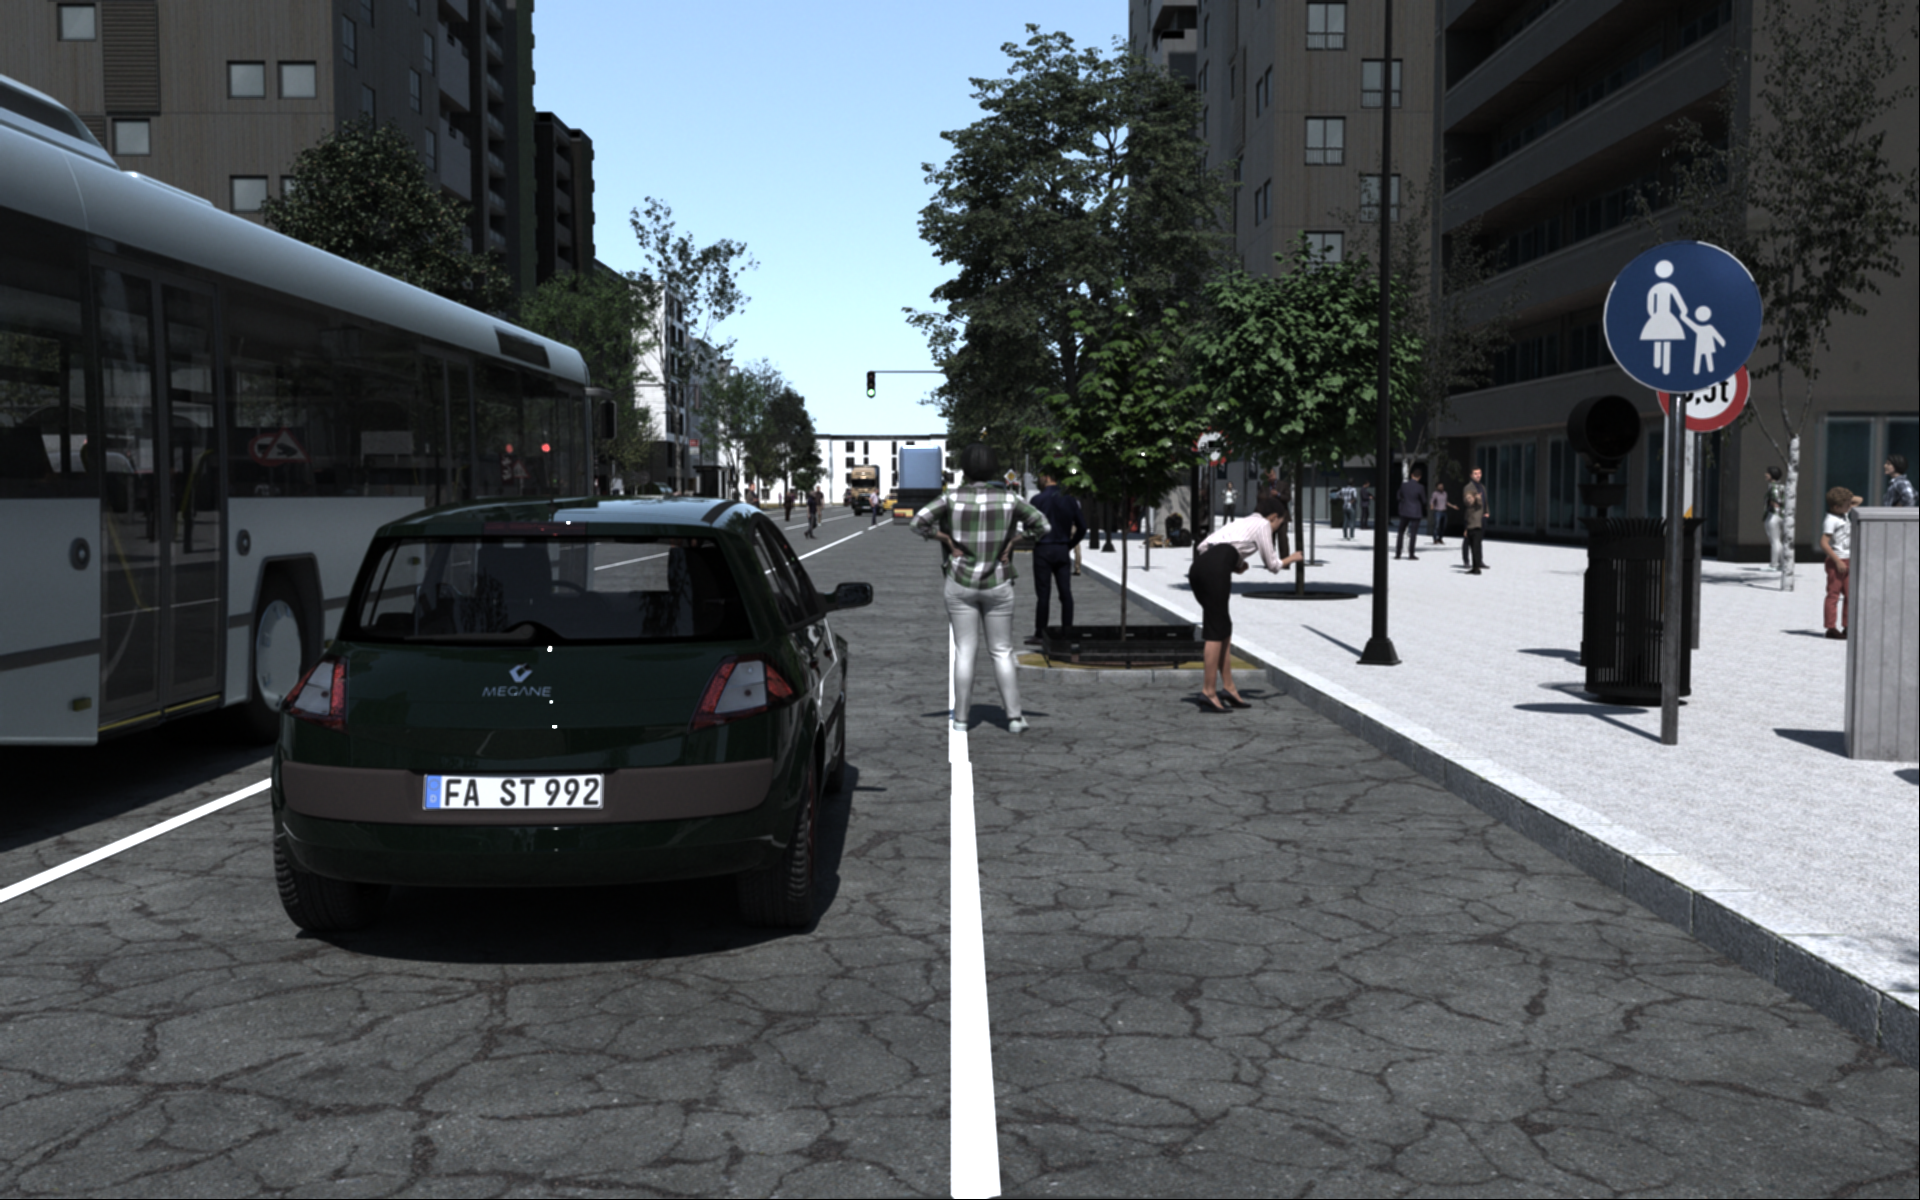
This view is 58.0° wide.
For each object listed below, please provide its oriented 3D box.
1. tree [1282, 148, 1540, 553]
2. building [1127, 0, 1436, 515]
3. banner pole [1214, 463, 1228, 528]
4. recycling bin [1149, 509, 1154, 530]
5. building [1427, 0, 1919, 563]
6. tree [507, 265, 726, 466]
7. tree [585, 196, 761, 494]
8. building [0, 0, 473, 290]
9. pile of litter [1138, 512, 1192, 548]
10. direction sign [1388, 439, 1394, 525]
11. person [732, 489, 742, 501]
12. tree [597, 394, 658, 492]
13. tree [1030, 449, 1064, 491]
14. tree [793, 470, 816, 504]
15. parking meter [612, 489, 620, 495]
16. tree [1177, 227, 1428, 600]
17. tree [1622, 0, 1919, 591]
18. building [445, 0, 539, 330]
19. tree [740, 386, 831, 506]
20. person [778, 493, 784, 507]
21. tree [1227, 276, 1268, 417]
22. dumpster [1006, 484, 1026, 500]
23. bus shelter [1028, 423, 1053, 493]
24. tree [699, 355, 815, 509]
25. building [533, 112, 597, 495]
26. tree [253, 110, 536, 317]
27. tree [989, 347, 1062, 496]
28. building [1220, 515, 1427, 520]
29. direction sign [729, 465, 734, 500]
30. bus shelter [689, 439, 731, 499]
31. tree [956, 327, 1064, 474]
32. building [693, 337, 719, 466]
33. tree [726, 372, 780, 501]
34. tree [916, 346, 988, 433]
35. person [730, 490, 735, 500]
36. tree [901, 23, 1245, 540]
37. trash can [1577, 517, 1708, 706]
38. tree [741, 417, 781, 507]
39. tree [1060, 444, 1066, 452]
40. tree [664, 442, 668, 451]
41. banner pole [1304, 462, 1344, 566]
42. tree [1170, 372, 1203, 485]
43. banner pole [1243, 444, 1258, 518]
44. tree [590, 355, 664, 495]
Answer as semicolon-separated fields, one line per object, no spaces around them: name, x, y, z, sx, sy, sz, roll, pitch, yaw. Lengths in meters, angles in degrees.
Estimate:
tree;9.850;-5.314;37.245;4.360;8.622;3.978;0;3;0
building;27.552;-33.239;132.692;28.713;52.752;27.495;0;4;0
banner pole;5.408;-2.827;36.240;0.401;3.779;0.863;3;4;36
recycling bin;7.124;-3.006;61.695;0.722;1.027;0.722;2;4;30
building;25.014;-25.533;41.169;21.300;48.544;21.600;0;4;0
tree;-17.382;-9.370;78.954;9.928;11.665;9.643;0;3;0
tree;-19.754;-15.738;113.198;12.611;20.169;13.585;0;3;0
building;-43.395;-30.950;95.277;28.713;52.752;27.495;0;4;0
pile of litter;4.932;-1.703;41.809;1.719;0.858;1.176;-3;4;-36
direction sign;17.734;-4.857;71.406;0.379;3.537;0.876;2;4;29
person;-21.558;-9.904;168.061;1.350;1.814;0.705;3;4;39
tree;-24.196;-10.690;125.139;4.737;8.622;4.395;0;3;0
tree;3.276;-3.911;58.549;1.663;3.219;1.824;0;3;0
tree;-19.188;-14.098;214.211;4.285;4.588;4.351;0;3;0
parking meter;-17.111;-4.752;86.110;0.372;1.533;0.369;0;3;0
tree;4.280;-2.317;21.596;4.285;4.588;4.351;0;3;0
tree;10.999;-4.437;22.903;4.360;8.622;3.978;0;3;0
building;-37.071;-26.472;116.412;14.154;41.232;14.086;0;4;0
tree;-18.396;-16.215;182.127;9.611;12.733;9.660;0;3;0
person;-17.741;-9.915;171.378;0.599;1.433;0.991;2;4;28
tree;10.772;-6.522;56.993;4.360;8.622;3.978;0;3;0
dumpster;3.343;-6.075;101.821;1.502;2.255;1.985;0;3;0
bus shelter;4.803;-7.201;95.363;2.179;5.291;8.768;0;4;0
tree;-17.823;-14.826;152.768;12.009;13.543;11.850;0;3;0
building;-35.973;-21.985;131.154;14.160;30.474;14.107;0;4;0
tree;-17.690;-8.270;52.222;9.611;12.733;9.660;0;3;0
tree;3.234;-8.338;86.685;4.737;8.622;4.395;0;3;0
building;27.855;-30.964;95.503;27.495;52.752;28.713;0;4;0
direction sign;-17.760;-8.723;134.610;0.379;3.537;0.876;-2;4;-31
bus shelter;-18.635;-9.243;128.751;2.179;5.291;8.768;0;4;0
tree;3.144;-11.943;113.399;7.486;12.596;7.792;0;3;0
building;-45.321;-20.633;203.806;31.486;18.905;16.747;0;4;0
tree;-18.319;-13.210;141.740;9.928;11.665;9.643;0;3;0
tree;1.095;-22.372;221.665;12.611;20.169;13.585;0;3;0
person;-28.865;-13.144;221.077;0.705;1.807;1.348;2;4;28
tree;3.267;-8.663;48.293;9.857;13.997;8.962;0;3;0
trash can;4.179;0.061;10.657;0.748;1.137;0.748;0;3;0
tree;-18.732;-13.135;165.124;4.737;8.622;4.395;0;3;0
tree;9.222;-11.621;140.372;4.360;8.622;3.978;0;3;0
tree;-24.907;-11.212;133.679;4.360;8.622;3.978;0;3;0
banner pole;6.520;-2.505;30.975;0.863;3.779;0.401;-1;4;-20
tree;9.214;-7.559;73.947;4.360;8.622;3.978;0;3;0
banner pole;6.300;-2.912;37.627;0.401;3.779;0.863;-1;4;-14
tree;-18.257;-8.560;90.318;4.360;8.622;3.978;0;3;0
